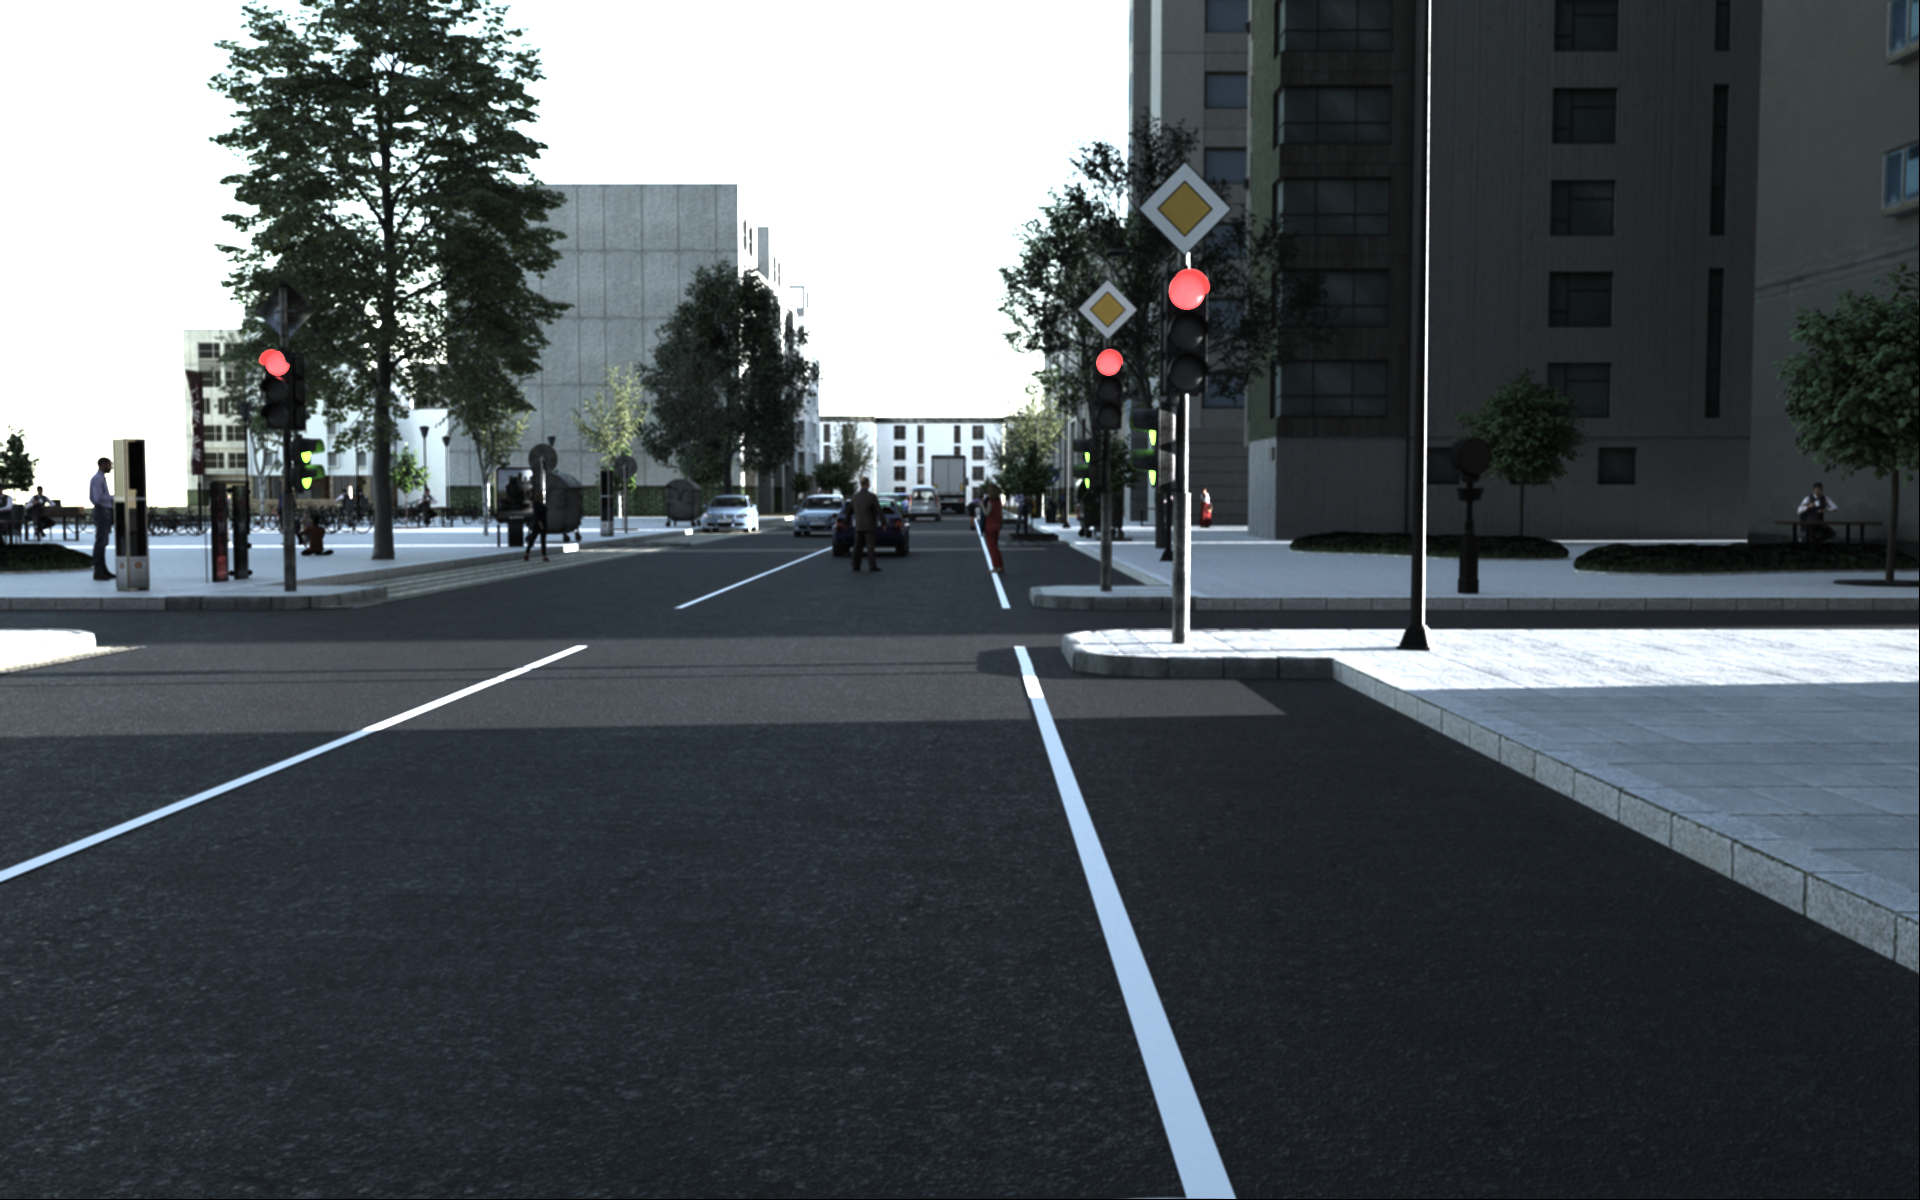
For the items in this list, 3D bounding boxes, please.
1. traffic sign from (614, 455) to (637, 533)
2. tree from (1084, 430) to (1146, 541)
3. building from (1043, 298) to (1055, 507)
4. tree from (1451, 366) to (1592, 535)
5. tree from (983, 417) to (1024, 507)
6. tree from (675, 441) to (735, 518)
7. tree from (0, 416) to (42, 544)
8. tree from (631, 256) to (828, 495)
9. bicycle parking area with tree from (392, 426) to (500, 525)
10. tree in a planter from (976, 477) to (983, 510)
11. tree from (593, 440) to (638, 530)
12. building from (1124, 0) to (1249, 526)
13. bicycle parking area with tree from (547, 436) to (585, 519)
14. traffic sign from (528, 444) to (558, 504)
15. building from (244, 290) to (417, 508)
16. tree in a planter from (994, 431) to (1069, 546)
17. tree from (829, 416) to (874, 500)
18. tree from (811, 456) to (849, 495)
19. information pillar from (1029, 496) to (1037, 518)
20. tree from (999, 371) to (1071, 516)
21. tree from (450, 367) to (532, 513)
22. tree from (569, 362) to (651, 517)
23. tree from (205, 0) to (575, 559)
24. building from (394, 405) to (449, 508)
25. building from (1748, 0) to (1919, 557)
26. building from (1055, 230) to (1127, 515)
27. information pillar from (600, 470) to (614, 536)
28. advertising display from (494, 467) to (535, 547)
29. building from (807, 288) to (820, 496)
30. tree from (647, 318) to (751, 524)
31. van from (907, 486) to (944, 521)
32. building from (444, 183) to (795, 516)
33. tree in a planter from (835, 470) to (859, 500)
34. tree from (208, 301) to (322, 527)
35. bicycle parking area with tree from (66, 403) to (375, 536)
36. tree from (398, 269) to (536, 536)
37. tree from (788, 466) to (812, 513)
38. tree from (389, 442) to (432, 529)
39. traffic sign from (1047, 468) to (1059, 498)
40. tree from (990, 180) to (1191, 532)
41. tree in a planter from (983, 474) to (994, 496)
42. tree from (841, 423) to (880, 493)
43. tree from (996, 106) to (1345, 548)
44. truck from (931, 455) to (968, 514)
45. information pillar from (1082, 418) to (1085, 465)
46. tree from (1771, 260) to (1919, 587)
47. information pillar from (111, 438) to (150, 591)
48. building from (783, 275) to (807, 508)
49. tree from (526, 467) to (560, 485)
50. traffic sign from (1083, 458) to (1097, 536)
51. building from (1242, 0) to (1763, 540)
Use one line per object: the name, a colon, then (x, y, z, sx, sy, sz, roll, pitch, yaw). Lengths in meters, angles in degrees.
traffic sign: (-10.909, -3.450, 56.512, 0.768, 2.556, 0.104, 0, 4, 4)
tree: (4.400, -3.263, 47.949, 1.663, 3.219, 1.824, 0, 3, 0)
building: (16.596, -17.683, 155.580, 16.747, 18.905, 31.486, 0, 4, 0)
tree: (14.364, -3.686, 43.984, 4.285, 4.588, 4.351, 0, 3, 0)
tree: (5.155, -13.378, 169.099, 4.360, 8.622, 3.978, 0, 3, 0)
tree: (-13.958, -6.785, 94.654, 4.285, 4.588, 4.351, 0, 3, 0)
tree: (-23.606, -2.978, 43.285, 1.663, 3.219, 1.824, 0, 3, 0)
tree: (-11.245, -10.194, 83.682, 9.611, 12.733, 9.660, 0, 3, 0)
bicycle parking area with tree: (-24.546, -5.391, 75.140, 9.016, 4.147, 8.231, -3, 4, -37)
tree in a planter: (2.419, -9.442, 151.601, 1.991, 3.239, 1.994, 0, 4, 0)
tree: (-11.981, -4.109, 61.791, 1.663, 3.219, 1.824, 0, 3, 0)
building: (18.624, -33.079, 82.834, 21.231, 58.520, 28.212, 0, 4, 0)
bicycle parking area with tree: (-22.980, -6.065, 86.173, 8.231, 4.147, 9.016, 1, 4, 11)
traffic sign: (-10.524, -2.668, 43.729, 0.768, 2.556, 0.104, 0, 4, 4)
building: (-58.686, -18.787, 163.587, 11.380, 20.091, 16.016, 0, 4, 0)
tree in a planter: (2.039, -3.159, 48.866, 1.991, 3.239, 1.994, 0, 4, 0)
tree: (-10.400, -12.908, 161.411, 4.737, 8.622, 4.395, 0, 3, 0)
tree: (-11.111, -10.033, 147.754, 4.285, 4.588, 4.351, 0, 3, 0)
information pillar: (3.808, -6.122, 91.444, 0.504, 3.616, 0.183, -2, 4, -35)
tree: (4.578, -9.233, 101.314, 4.737, 8.622, 4.395, 0, 3, 0)
tree: (-25.622, -8.831, 94.745, 4.737, 8.622, 4.395, 0, 3, 0)
tree: (-18.995, -8.868, 95.347, 4.737, 8.622, 4.395, 0, 3, 0)
tree: (-11.177, -7.100, 34.207, 7.486, 12.596, 7.792, 0, 3, 0)
building: (-38.951, -13.740, 166.795, 28.070, 9.664, 9.099, 0, 4, 0)
building: (29.222, -25.177, 35.353, 21.600, 48.544, 21.300, 0, 4, 0)
building: (16.177, -15.732, 123.674, 16.747, 18.905, 31.486, 0, 4, 0)
information pillar: (-10.741, -2.947, 52.671, 0.304, 2.012, 0.304, 1, 4, 16)
advertising display: (-10.847, -2.264, 42.233, 0.974, 1.923, 0.123, -2, 4, -33)
building: (-19.237, -18.777, 163.420, 11.380, 20.091, 16.016, 0, 4, 0)
tree: (-11.236, -7.501, 73.007, 4.360, 8.622, 3.978, 0, 3, 0)
van: (-1.878, -5.257, 92.962, 2.013, 2.044, 4.112, 0, 4, 1)
building: (-20.901, -15.179, 114.642, 16.747, 18.905, 31.486, 0, 4, 0)
tree in a planter: (-8.187, -7.797, 124.709, 1.991, 3.239, 1.994, 0, 4, 0)
tree: (-26.749, -7.096, 66.381, 4.360, 8.622, 3.978, 0, 3, 0)
bicycle parking area with tree: (-24.397, -4.273, 56.858, 9.016, 4.147, 8.231, -2, 4, -26)
tree: (-14.742, -6.280, 53.047, 4.360, 8.622, 3.978, 0, 3, 0)
tree: (-11.089, -7.627, 119.308, 1.663, 3.219, 1.824, 0, 3, 0)
tree: (-20.397, -4.257, 64.202, 1.663, 3.219, 1.824, 0, 3, 0)
traffic sign: (4.301, -4.993, 81.743, 0.768, 2.556, 0.104, 0, 4, 2)
tree: (4.604, -8.116, 58.457, 9.928, 11.665, 9.643, 0, 3, 0)
tree in a planter: (2.146, -4.819, 76.011, 1.991, 3.239, 1.994, 0, 4, 0)
tree: (-10.288, -13.756, 175.264, 4.360, 8.622, 3.978, 0, 3, 0)
tree: (4.849, -6.524, 41.082, 8.767, 10.594, 7.601, 1, 4, 9)
truck: (-0.798, -8.666, 130.610, 2.839, 4.237, 11.283, 0, 4, 0)
information pillar: (3.832, -3.823, 53.865, 0.183, 3.616, 0.504, 0, 4, 2)
tree: (13.154, -2.493, 24.470, 4.285, 4.588, 4.351, 0, 3, 0)
information pillar: (-11.012, -1.132, 23.003, 0.304, 2.012, 0.304, 2, 4, 34)
building: (-21.783, -17.794, 147.359, 16.016, 20.091, 11.380, 0, 4, 0)
tree: (-17.175, -4.713, 71.655, 1.663, 3.219, 1.824, 0, 3, 0)
traffic sign: (4.168, -3.255, 53.318, 0.768, 2.556, 0.104, 0, 4, 2)
building: (15.911, -17.302, 54.594, 14.160, 30.474, 14.107, 0, 4, 0)
